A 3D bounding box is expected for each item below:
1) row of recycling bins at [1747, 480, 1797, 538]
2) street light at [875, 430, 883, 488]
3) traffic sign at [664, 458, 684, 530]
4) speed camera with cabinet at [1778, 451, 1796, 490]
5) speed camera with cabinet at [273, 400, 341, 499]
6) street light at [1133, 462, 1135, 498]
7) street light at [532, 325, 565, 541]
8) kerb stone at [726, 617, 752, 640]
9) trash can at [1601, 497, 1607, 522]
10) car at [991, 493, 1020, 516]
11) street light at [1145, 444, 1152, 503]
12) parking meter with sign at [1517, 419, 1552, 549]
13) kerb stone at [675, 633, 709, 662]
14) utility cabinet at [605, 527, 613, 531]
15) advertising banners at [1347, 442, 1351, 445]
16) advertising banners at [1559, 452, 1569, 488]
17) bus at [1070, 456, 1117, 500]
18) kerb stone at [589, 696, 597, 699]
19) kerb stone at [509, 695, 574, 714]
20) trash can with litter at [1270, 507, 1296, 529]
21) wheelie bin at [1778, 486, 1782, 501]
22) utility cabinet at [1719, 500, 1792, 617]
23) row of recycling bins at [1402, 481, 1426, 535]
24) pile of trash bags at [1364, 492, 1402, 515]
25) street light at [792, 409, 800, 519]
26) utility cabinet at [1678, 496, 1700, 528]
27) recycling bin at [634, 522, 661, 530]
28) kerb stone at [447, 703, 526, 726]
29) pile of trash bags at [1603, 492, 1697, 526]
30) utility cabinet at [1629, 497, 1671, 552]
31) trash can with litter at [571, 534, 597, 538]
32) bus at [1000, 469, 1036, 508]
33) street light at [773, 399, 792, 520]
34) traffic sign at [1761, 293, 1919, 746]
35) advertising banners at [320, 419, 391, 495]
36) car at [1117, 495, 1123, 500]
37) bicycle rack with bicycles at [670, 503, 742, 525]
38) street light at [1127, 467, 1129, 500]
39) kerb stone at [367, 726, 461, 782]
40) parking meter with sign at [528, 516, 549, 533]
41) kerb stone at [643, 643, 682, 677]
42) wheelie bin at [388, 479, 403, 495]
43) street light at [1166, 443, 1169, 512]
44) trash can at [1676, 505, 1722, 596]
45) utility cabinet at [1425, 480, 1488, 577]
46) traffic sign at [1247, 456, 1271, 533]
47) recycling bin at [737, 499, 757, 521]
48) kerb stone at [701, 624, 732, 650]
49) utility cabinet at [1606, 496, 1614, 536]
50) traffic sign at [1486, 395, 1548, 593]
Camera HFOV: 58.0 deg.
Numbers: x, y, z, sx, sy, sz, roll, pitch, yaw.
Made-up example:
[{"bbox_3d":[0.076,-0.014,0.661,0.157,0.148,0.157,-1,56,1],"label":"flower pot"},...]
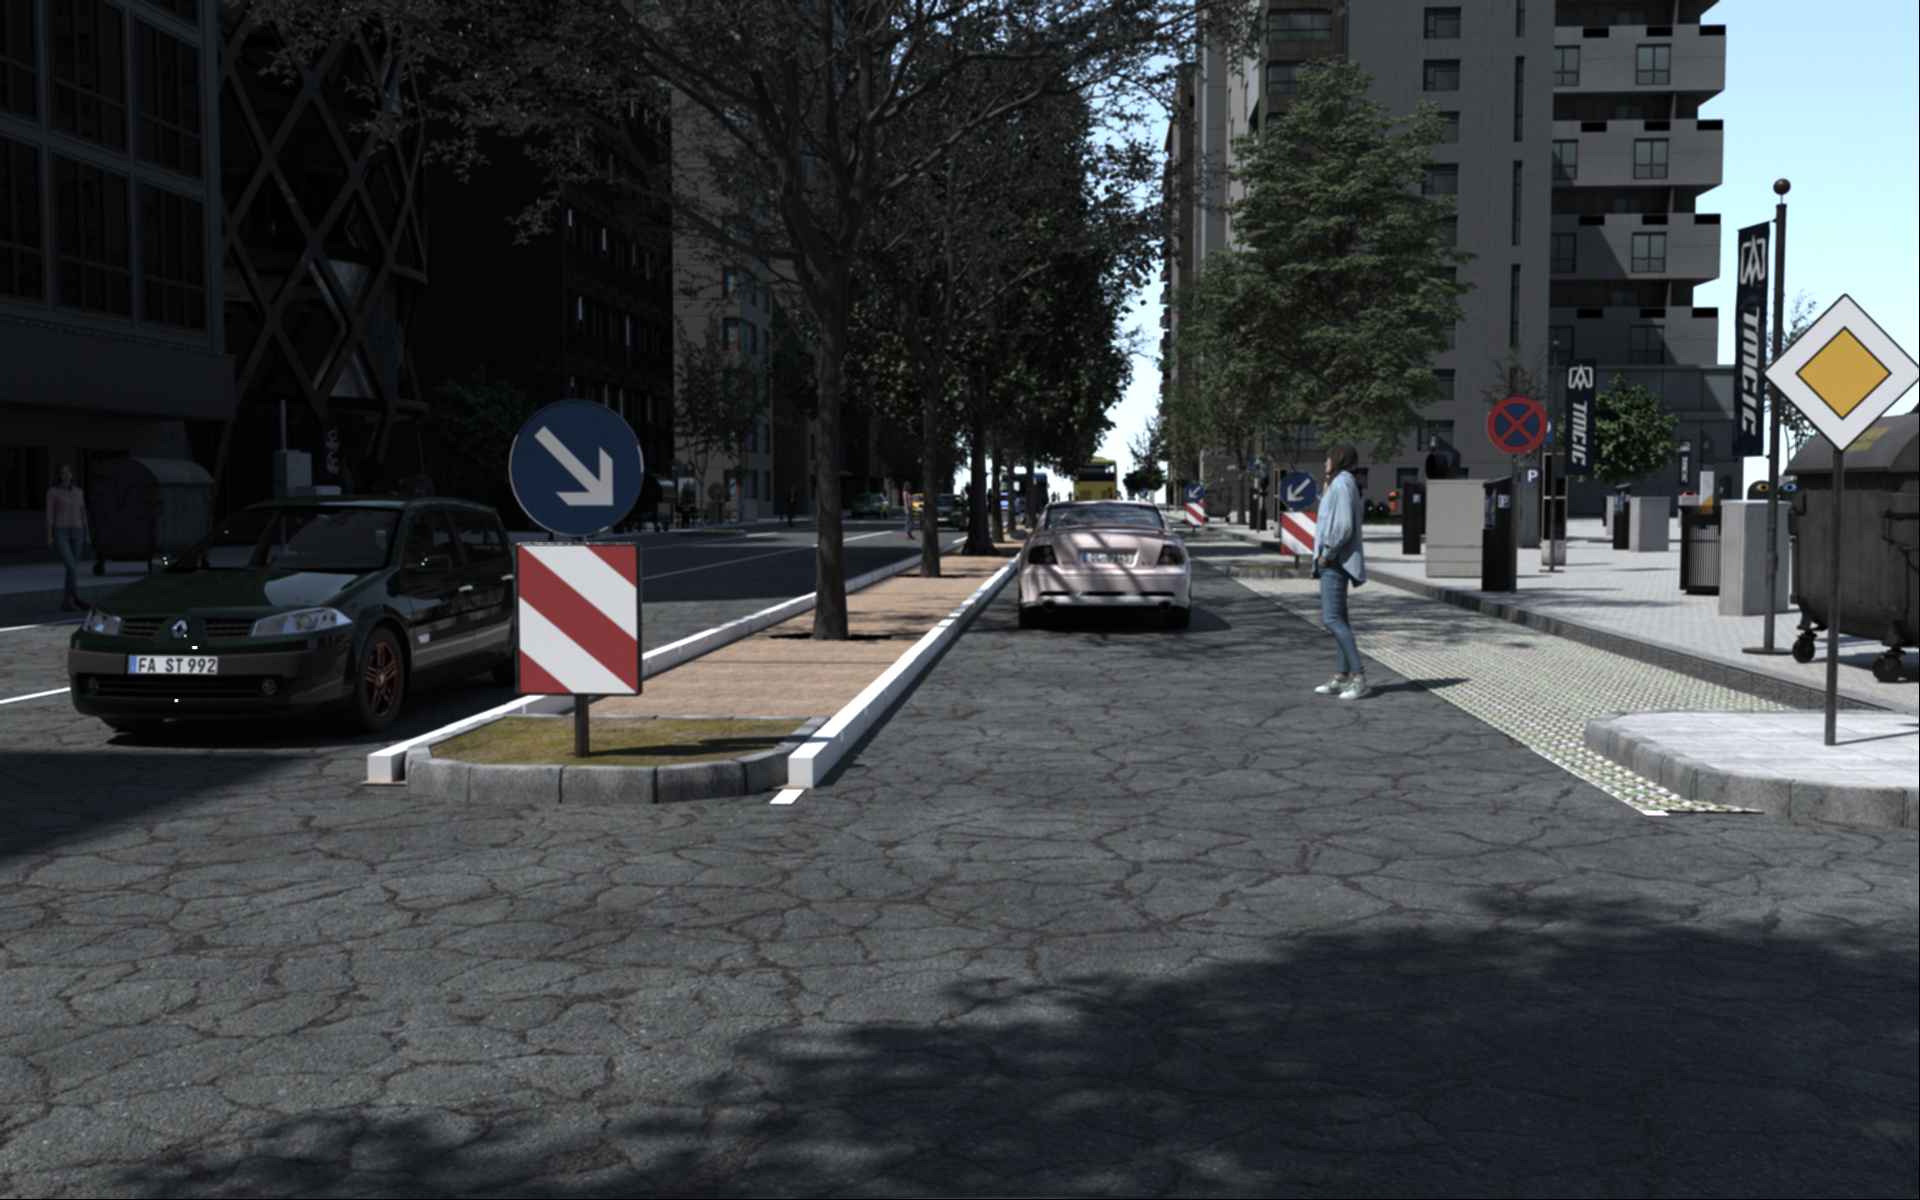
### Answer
[{"bbox_3d":[24.976,-2.686,51.021,1.069,1.692,3.534,-3,5,-42],"label":"row of recycling bins"},{"bbox_3d":[-5.783,-9.285,124.601,0.468,5.910,1.993,0,4,4],"label":"street light"},{"bbox_3d":[-10.149,-3.750,61.411,0.768,2.556,0.104,1,4,11],"label":"traffic sign"},{"bbox_3d":[38.523,-5.206,79.449,2.038,3.252,0.660,0,4,-4],"label":"speed camera with cabinet"},{"bbox_3d":[-13.619,-2.556,36.122,0.660,3.252,2.038,-3,5,-44],"label":"speed camera with cabinet"},{"bbox_3d":[20.685,-14.258,205.902,0.468,5.910,1.993,0,4,4],"label":"street light"},{"bbox_3d":[-11.264,-4.572,47.536,0.468,5.910,1.993,0,4,4],"label":"street light"},{"bbox_3d":[-2.254,0.305,17.232,0.120,0.150,1.000,0,4,4],"label":"kerb stone"},{"bbox_3d":[28.765,-3.975,76.652,0.748,1.137,0.748,0,3,0],"label":"trash can"},{"bbox_3d":[3.078,-6.513,116.072,1.945,1.707,3.694,0,4,6],"label":"car"},{"bbox_3d":[17.392,-11.336,158.139,0.468,5.910,1.993,0,4,4],"label":"street light"},{"bbox_3d":[13.439,-2.731,40.908,0.543,3.016,1.738,0,4,1],"label":"parking meter with sign"},{"bbox_3d":[-2.395,0.431,15.193,0.120,0.150,1.000,0,4,4],"label":"kerb stone"},{"bbox_3d":[-12.139,-3.000,60.217,0.306,1.237,1.020,2,4,26],"label":"utility cabinet"},{"bbox_3d":[13.402,-3.845,59.058,0.090,3.025,2.074,2,4,25],"label":"advertising banners"},{"bbox_3d":[24.180,-4.609,71.552,2.074,3.025,0.090,2,4,31],"label":"advertising banners"},{"bbox_3d":[8.647,-7.371,112.068,2.896,3.916,12.252,0,4,3],"label":"bus"},{"bbox_3d":[-2.617,0.616,12.123,0.120,0.150,1.000,0,4,4],"label":"kerb stone"},{"bbox_3d":[-2.684,0.679,11.101,0.120,0.150,1.000,0,4,4],"label":"kerb stone"},{"bbox_3d":[11.759,-3.217,63.651,2.233,1.210,1.678,0,4,-1],"label":"trash can with litter"},{"bbox_3d":[31.469,-3.538,65.755,0.980,1.594,0.693,0,4,6],"label":"wheelie bin"},{"bbox_3d":[8.509,-0.450,18.514,1.020,1.237,0.306,-3,5,-40],"label":"utility cabinet"},{"bbox_3d":[15.232,-2.836,53.481,1.069,1.692,3.534,-3,5,-43],"label":"row of recycling bins"},{"bbox_3d":[18.681,-4.176,78.034,3.447,1.369,1.912,-3,4,-39],"label":"pile of trash bags"},{"bbox_3d":[-8.397,-7.009,87.393,0.468,5.910,1.993,0,4,4],"label":"street light"},{"bbox_3d":[27.908,-3.354,66.001,1.020,1.237,0.306,-1,4,-11],"label":"utility cabinet"},{"bbox_3d":[-11.104,-2.994,61.504,0.722,1.027,0.722,3,5,39],"label":"recycling bin"},{"bbox_3d":[-2.762,0.747,10.080,0.120,0.150,1.000,0,4,4],"label":"kerb stone"},{"bbox_3d":[27.114,-3.563,68.009,3.447,1.369,1.912,1,4,16],"label":"pile of trash bags"},{"bbox_3d":[15.307,-1.670,38.467,1.020,1.237,0.306,-2,4,-31],"label":"utility cabinet"},{"bbox_3d":[-11.124,-2.440,51.276,1.055,1.170,0.624,3,5,44],"label":"trash can with litter"},{"bbox_3d":[5.060,-9.415,148.789,2.948,3.499,13.247,0,4,4],"label":"bus"},{"bbox_3d":[-8.685,-6.810,84.129,0.468,5.910,1.993,0,4,4],"label":"street light"},{"bbox_3d":[4.438,-0.314,8.777,0.795,2.450,0.064,0,4,4],"label":"traffic sign"},{"bbox_3d":[-13.905,-2.706,40.437,2.074,3.025,0.090,0,4,6],"label":"advertising banners"},{"bbox_3d":[18.876,-12.203,209.745,2.015,1.641,3.980,0,4,3],"label":"car"},{"bbox_3d":[-10.836,-3.623,72.617,2.925,0.926,2.852,0,4,6],"label":"bicycle rack with bicycles"},{"bbox_3d":[23.508,-16.495,242.474,0.468,5.910,1.993,0,4,4],"label":"street light"},{"bbox_3d":[-2.832,0.812,9.056,0.120,0.150,1.000,0,4,4],"label":"kerb stone"},{"bbox_3d":[-14.222,-3.792,58.268,0.543,3.016,1.738,-2,4,-34],"label":"parking meter with sign"},{"bbox_3d":[-2.468,0.492,14.162,0.120,0.150,1.000,0,4,4],"label":"kerb stone"},{"bbox_3d":[-12.009,-1.818,37.635,0.693,1.594,0.980,1,4,20],"label":"wheelie bin"},{"bbox_3d":[14.627,-9.099,121.563,0.468,5.910,1.993,0,4,4],"label":"street light"},{"bbox_3d":[9.508,-0.637,22.065,0.748,1.137,0.748,0,3,0],"label":"trash can"},{"bbox_3d":[7.750,-1.092,26.535,1.173,1.500,0.318,1,4,12],"label":"utility cabinet"},{"bbox_3d":[9.790,-3.466,56.782,0.768,2.556,0.104,1,4,9],"label":"traffic sign"},{"bbox_3d":[-10.048,-4.236,81.814,0.722,1.027,0.722,-2,4,-35],"label":"recycling bin"},{"bbox_3d":[-2.323,0.366,16.212,0.120,0.150,1.000,0,4,4],"label":"kerb stone"},{"bbox_3d":[20.310,-2.573,53.234,0.306,1.237,1.020,-1,4,-16],"label":"utility cabinet"},{"bbox_3d":[7.165,-1.361,22.352,0.768,2.556,0.104,1,4,11],"label":"traffic sign"}]
